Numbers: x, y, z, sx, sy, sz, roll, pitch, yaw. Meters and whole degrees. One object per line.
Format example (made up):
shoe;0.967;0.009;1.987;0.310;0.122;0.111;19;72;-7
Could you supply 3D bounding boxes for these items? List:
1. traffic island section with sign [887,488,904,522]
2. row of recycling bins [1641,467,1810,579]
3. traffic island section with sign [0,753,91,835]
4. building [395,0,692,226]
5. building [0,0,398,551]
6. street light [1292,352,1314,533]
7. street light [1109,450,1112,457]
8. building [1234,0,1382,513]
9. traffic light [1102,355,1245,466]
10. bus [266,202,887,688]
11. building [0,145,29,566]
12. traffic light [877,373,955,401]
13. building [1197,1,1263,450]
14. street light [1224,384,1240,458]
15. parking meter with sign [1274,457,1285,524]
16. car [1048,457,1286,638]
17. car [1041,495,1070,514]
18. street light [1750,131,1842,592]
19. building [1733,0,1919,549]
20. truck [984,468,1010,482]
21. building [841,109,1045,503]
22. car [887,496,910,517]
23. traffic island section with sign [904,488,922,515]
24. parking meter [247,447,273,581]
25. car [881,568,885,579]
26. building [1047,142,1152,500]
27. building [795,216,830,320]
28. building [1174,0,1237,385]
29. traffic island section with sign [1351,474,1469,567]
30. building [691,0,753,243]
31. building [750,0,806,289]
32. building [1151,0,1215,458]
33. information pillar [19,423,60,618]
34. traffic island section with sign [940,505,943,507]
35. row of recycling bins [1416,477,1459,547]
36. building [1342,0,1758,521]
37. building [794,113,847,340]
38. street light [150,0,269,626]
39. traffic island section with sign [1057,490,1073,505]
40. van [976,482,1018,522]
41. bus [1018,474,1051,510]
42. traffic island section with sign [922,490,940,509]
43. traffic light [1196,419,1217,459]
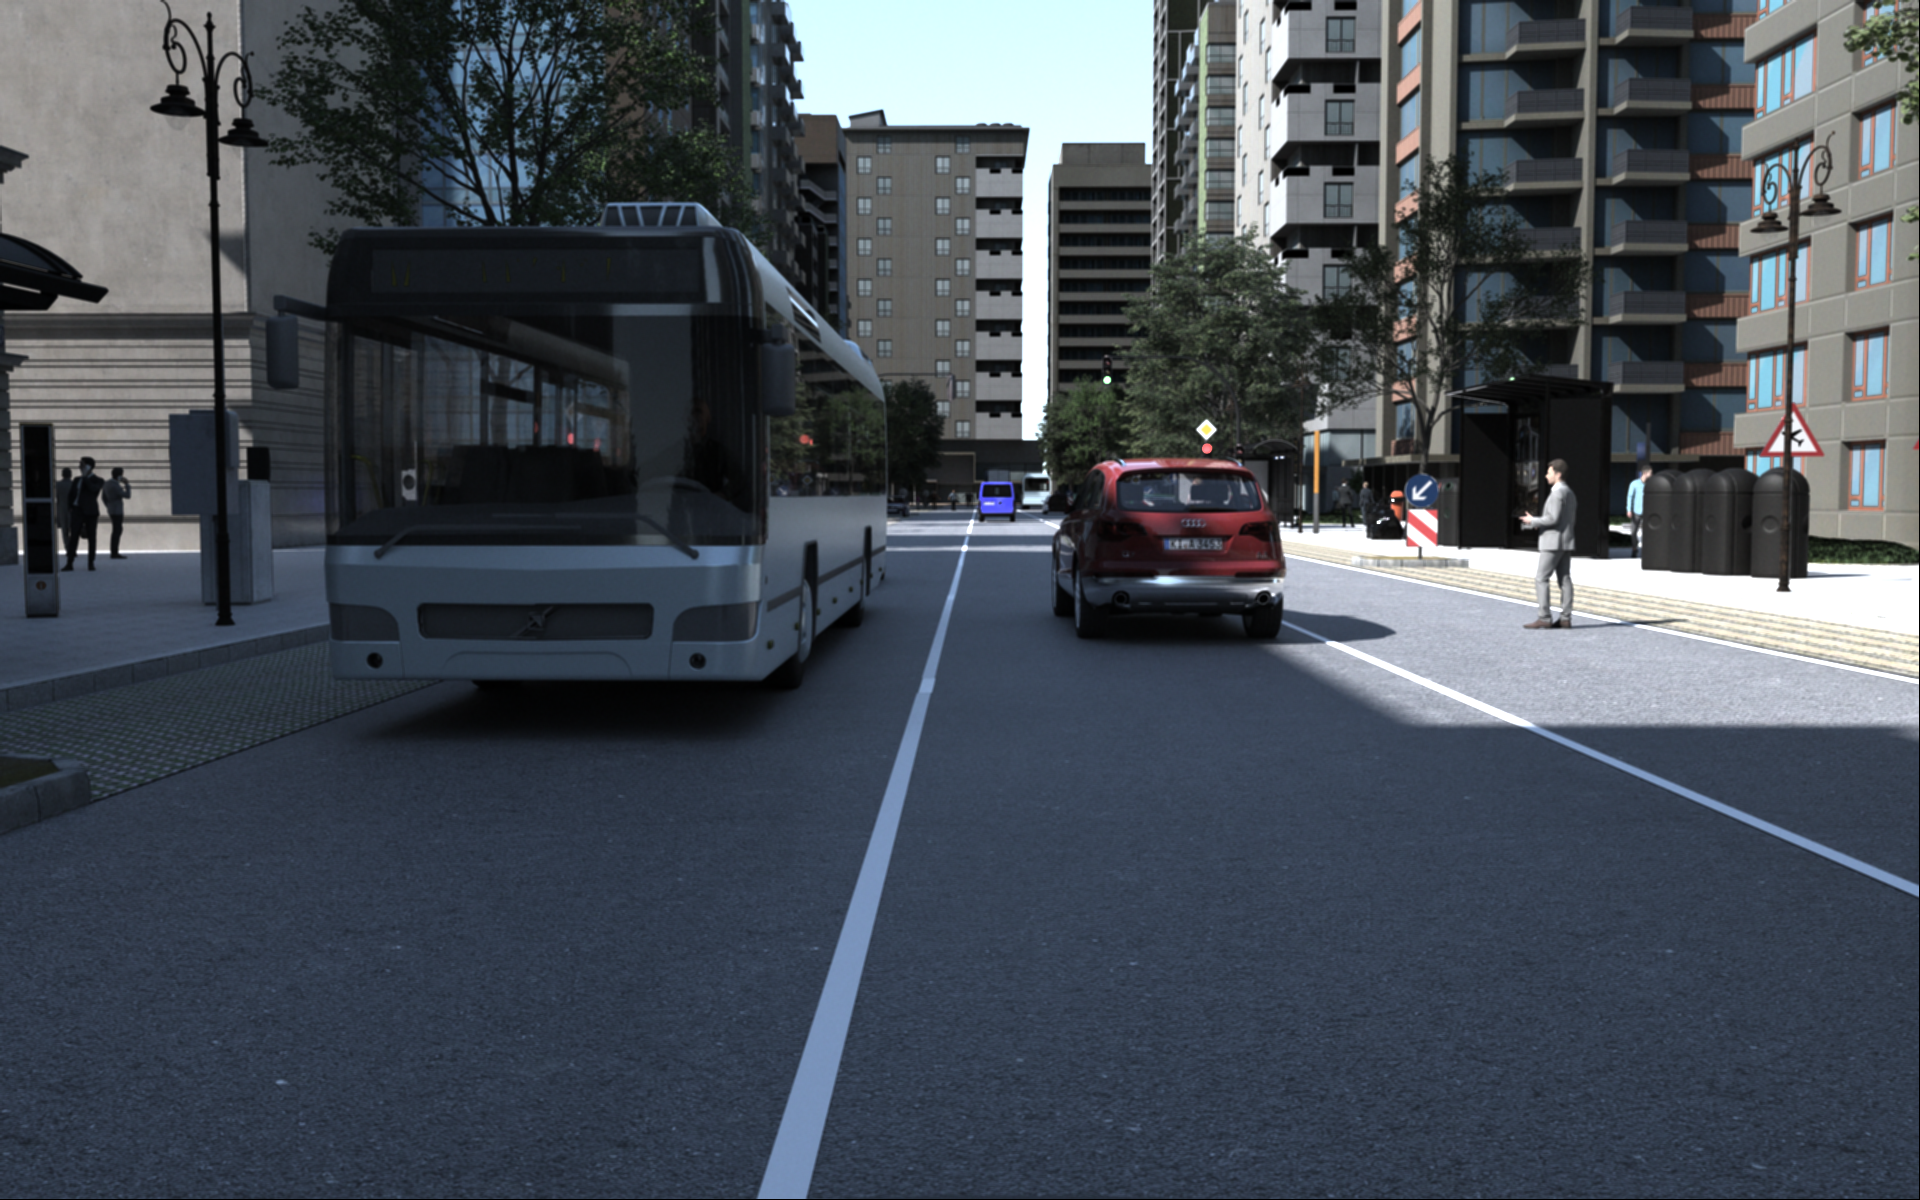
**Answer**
traffic island section with sign;-4.077;-4.985;90.137;1.989;1.847;2.006;0;4;1
row of recycling bins;12.225;-1.268;27.846;1.069;1.692;3.534;-1;4;-13
traffic island section with sign;-5.025;0.067;7.528;1.989;1.847;2.006;0;4;1
building;-22.222;-26.991;91.407;14.600;45.320;14.200;0;4;1
building;-25.687;-12.688;43.602;21.152;22.565;11.583;0;4;1
street light;11.164;-5.127;56.622;0.468;5.910;1.993;0;4;1
street light;12.118;-10.212;139.761;0.468;5.910;1.993;0;4;1
building;35.213;-32.789;125.341;28.713;52.752;27.495;0;4;1
traffic light;7.026;-5.029;56.891;4.771;5.953;1.251;0;4;1
bus;-2.329;-1.267;15.580;2.948;3.499;13.247;0;4;1
building;-22.520;-11.921;14.000;14.460;24.649;34.723;0;4;1
traffic light;-2.558;-5.534;65.147;4.771;5.953;1.251;0;4;1
building;27.157;-28.409;148.083;14.154;41.232;14.086;0;4;1
street light;11.347;-6.095;72.449;0.468;5.910;1.993;0;4;1
parking meter with sign;13.189;-4.759;74.067;1.738;3.016;0.543;-3;5;-44
car;2.139;-0.619;18.788;2.281;1.827;5.304;0;4;-1
car;6.825;-6.769;123.035;2.083;1.381;4.827;0;4;1
street light;10.821;-3.045;22.578;0.468;5.910;1.993;0;4;1
building;34.131;-11.359;30.761;27.650;21.520;28.899;0;4;1
truck;3.988;-12.320;190.351;2.839;4.237;11.283;0;4;-1
building;-2.124;-40.139;245.505;27.495;52.752;28.713;0;4;1
car;-4.098;-5.858;108.360;1.945;1.354;3.894;0;4;2
traffic island section with sign;-3.772;-6.634;117.090;1.989;1.847;2.006;0;4;1
parking meter;-8.748;-0.975;21.650;0.255;1.863;0.399;-1;4;-19
car;-2.200;-1.158;27.730;1.959;1.807;4.718;0;4;2
building;22.903;-37.785;241.488;21.600;48.544;21.300;0;4;1
building;-21.028;-24.886;178.588;14.160;30.474;14.107;0;4;1
building;32.984;-33.670;170.115;23.786;49.044;30.456;0;4;1
traffic island section with sign;8.900;-1.584;34.522;1.989;1.847;2.006;0;4;1
building;-21.460;-26.302;113.626;14.154;41.232;14.086;0;4;1
building;-25.796;-32.797;155.834;23.786;49.044;30.456;0;4;1
building;30.762;-46.372;196.442;20.563;71.187;20.611;0;4;1
information pillar;-9.567;-0.827;18.015;0.304;2.012;0.304;-2;4;-24
traffic island section with sign;-2.872;-11.409;195.168;1.989;1.847;2.006;0;4;1
row of recycling bins;12.367;-2.244;43.808;1.069;1.692;3.534;0;4;2
building;34.100;-26.285;84.382;28.867;44.769;22.147;0;4;1
building;-20.711;-33.672;200.649;14.200;45.320;14.600;0;4;1
street light;-7.199;-2.691;16.787;0.468;5.910;1.993;0;4;1
traffic island section with sign;10.410;-9.678;166.855;1.989;1.847;2.006;0;4;1
van;1.944;-5.266;90.486;2.240;2.365;5.245;0;4;1
bus;7.060;-10.286;163.032;2.948;3.499;13.247;0;4;1
traffic island section with sign;-3.203;-9.715;167.475;1.989;1.847;2.006;0;4;1
traffic light;9.210;-4.653;64.994;0.839;4.253;0.868;0;4;1
